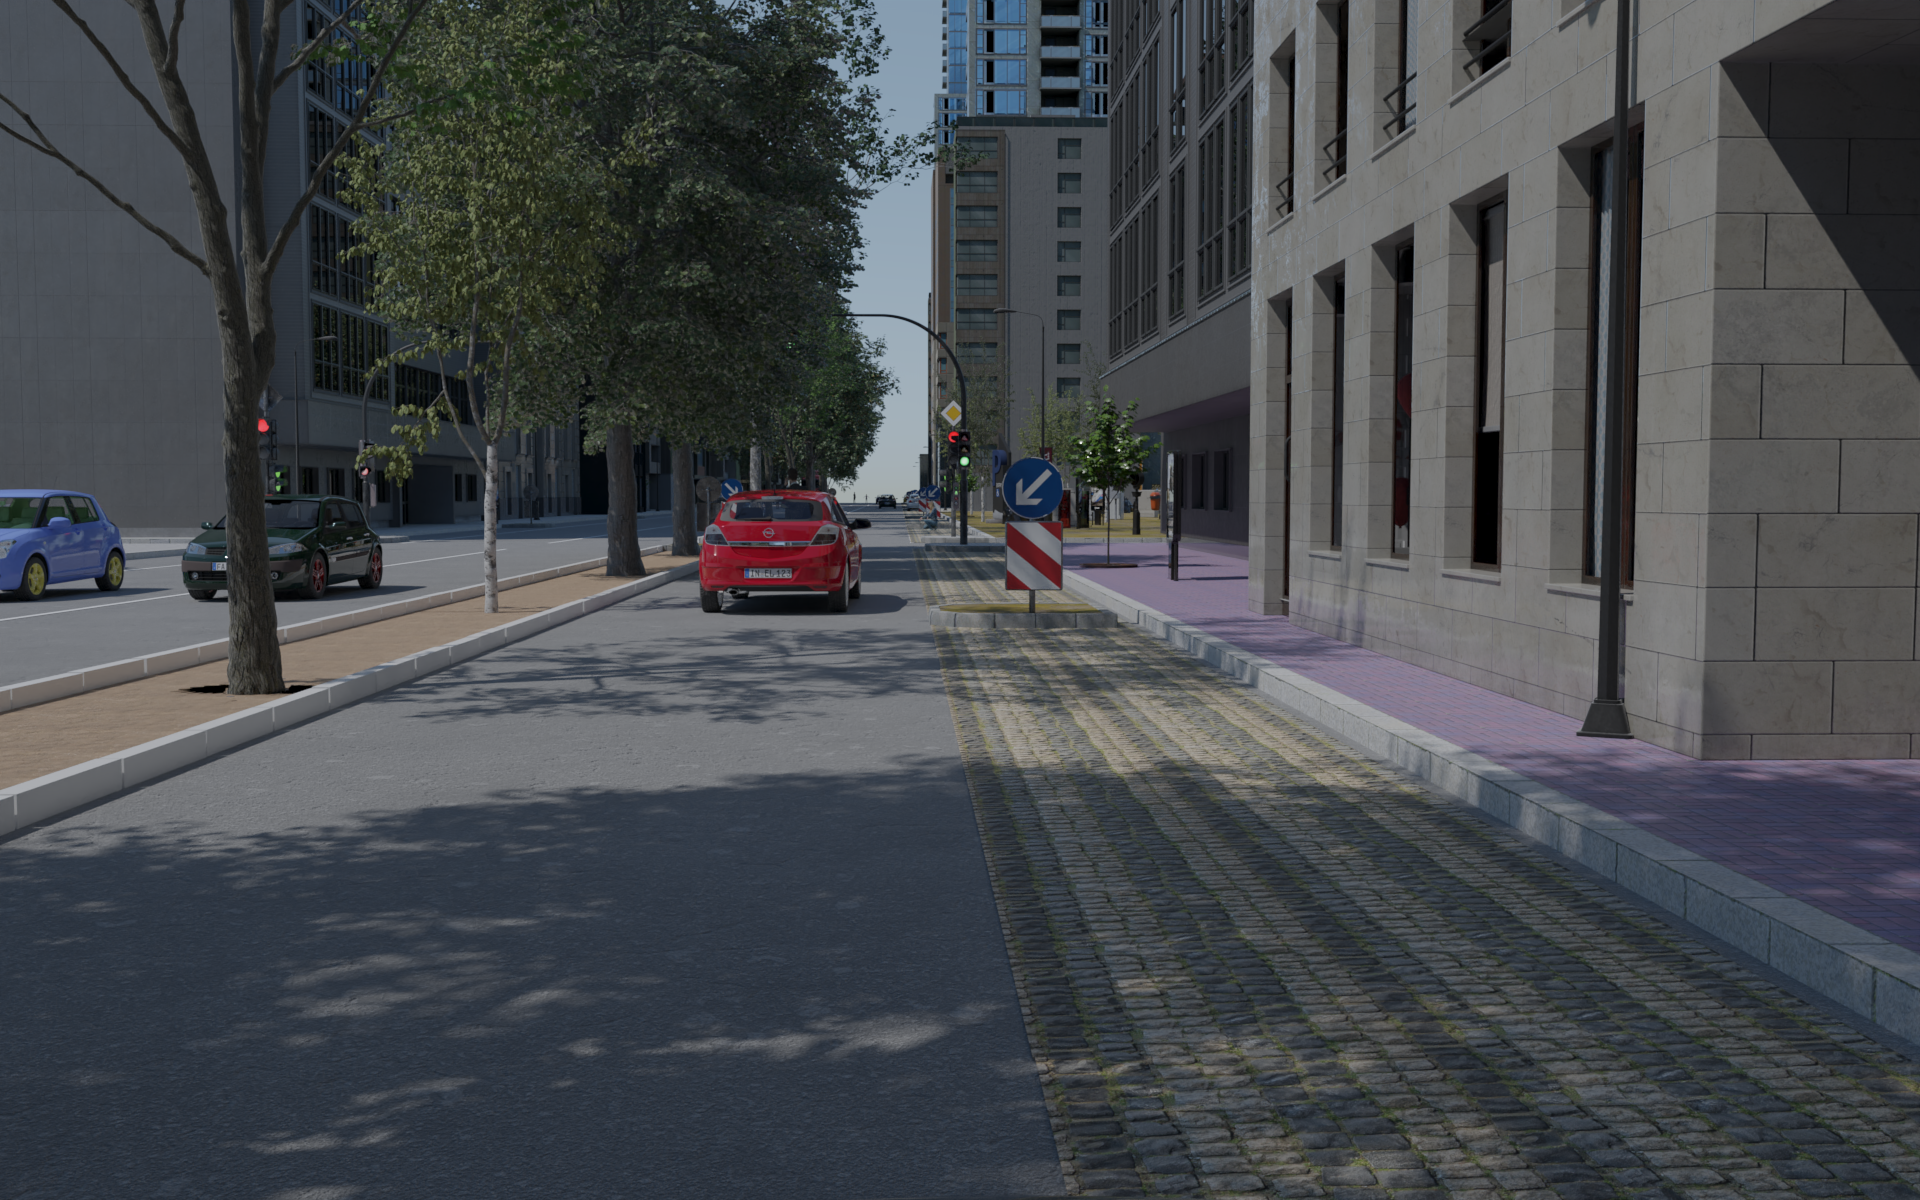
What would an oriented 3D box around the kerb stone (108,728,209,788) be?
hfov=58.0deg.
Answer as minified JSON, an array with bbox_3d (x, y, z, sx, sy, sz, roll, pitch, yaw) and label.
[{"bbox_3d":[-4.144,0.815,8.923,0.120,0.150,1.000,0,4,-2],"label":"kerb stone"}]

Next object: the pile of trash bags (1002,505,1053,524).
[{"bbox_3d":[3.536,-3.901,73.539,3.447,1.369,1.912,0,4,-6],"label":"pile of trash bags"}]

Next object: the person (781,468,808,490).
[{"bbox_3d":[-2.998,-1.434,31.308,0.474,1.900,0.648,2,4,28],"label":"person"}]

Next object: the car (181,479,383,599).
[{"bbox_3d":[-9.627,-0.919,24.806,2.009,1.686,4.222,0,4,-2],"label":"car"}]

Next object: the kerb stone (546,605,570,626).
[{"bbox_3d":[-4.506,0.186,19.168,0.120,0.150,1.000,0,4,-2],"label":"kerb stone"}]

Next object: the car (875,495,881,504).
[{"bbox_3d":[-11.325,-14.523,250.024,1.945,1.354,3.894,0,4,-3],"label":"car"}]

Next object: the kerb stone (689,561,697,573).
[{"bbox_3d":[-4.943,-0.569,31.492,0.120,0.150,1.000,0,4,-2],"label":"kerb stone"}]

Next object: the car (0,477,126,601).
[{"bbox_3d":[-13.263,-0.899,24.289,1.945,1.707,3.694,0,4,-2],"label":"car"}]

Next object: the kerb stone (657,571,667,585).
[{"bbox_3d":[-4.802,-0.316,27.372,0.120,0.150,1.000,0,4,-2],"label":"kerb stone"}]

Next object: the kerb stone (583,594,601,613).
[{"bbox_3d":[-4.576,0.060,21.227,0.120,0.150,1.000,0,4,-2],"label":"kerb stone"}]

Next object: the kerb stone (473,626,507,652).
[{"bbox_3d":[-4.404,0.375,16.095,0.120,0.150,1.000,0,4,-2],"label":"kerb stone"}]

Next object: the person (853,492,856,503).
[{"bbox_3d":[-16.451,-16.068,271.740,0.617,1.759,0.750,-3,5,-40],"label":"person"}]

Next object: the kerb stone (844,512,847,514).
[{"bbox_3d":[-8.259,-6.303,125.262,0.120,0.150,1.000,0,4,-2],"label":"kerb stone"}]

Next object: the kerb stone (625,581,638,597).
[{"bbox_3d":[-4.692,-0.127,24.297,0.120,0.150,1.000,0,4,-2],"label":"kerb stone"}]

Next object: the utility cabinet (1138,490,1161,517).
[{"bbox_3d":[10.242,-5.237,94.311,0.318,1.500,1.173,-3,5,-41],"label":"utility cabinet"}]

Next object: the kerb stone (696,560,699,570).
[{"bbox_3d":[-4.993,-0.627,32.513,0.120,0.150,1.000,0,4,-2],"label":"kerb stone"}]

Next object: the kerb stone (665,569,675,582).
[{"bbox_3d":[-4.841,-0.380,28.408,0.120,0.150,1.000,0,4,-2],"label":"kerb stone"}]

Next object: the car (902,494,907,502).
[{"bbox_3d":[-7.918,-15.704,266.982,2.015,1.641,3.980,0,4,-3],"label":"car"}]

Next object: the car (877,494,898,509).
[{"bbox_3d":[-7.095,-9.768,169.500,2.009,1.686,4.222,0,4,-2],"label":"car"}]

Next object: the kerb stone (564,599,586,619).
[{"bbox_3d":[-4.546,0.123,20.189,0.120,0.150,1.000,0,4,-2],"label":"kerb stone"}]

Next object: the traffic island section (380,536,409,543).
[{"bbox_3d":[-17.602,-1.780,51.376,2.009,0.180,2.903,0,4,-2],"label":"traffic island section"}]

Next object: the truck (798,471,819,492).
[{"bbox_3d":[-14.786,-11.400,175.308,2.839,4.237,11.283,0,4,-3],"label":"truck"}]

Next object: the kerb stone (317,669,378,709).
[{"bbox_3d":[-4.261,0.624,12.001,0.120,0.150,1.000,0,4,-2],"label":"kerb stone"}]

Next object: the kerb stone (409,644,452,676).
[{"bbox_3d":[-4.331,0.498,14.049,0.120,0.150,1.000,0,4,-2],"label":"kerb stone"}]

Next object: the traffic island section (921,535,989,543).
[{"bbox_3d":[-0.171,-1.817,51.985,2.009,0.180,2.903,0,4,-2],"label":"traffic island section"}]

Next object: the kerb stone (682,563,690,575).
[{"bbox_3d":[-4.908,-0.506,30.465,0.120,0.150,1.000,0,4,-2],"label":"kerb stone"}]

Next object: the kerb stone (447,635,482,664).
[{"bbox_3d":[-4.364,0.441,15.072,0.120,0.150,1.000,0,4,-2],"label":"kerb stone"}]

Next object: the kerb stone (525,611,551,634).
[{"bbox_3d":[-4.470,0.249,18.142,0.120,0.150,1.000,0,4,-2],"label":"kerb stone"}]

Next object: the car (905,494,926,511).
[{"bbox_3d":[-3.530,-8.040,143.451,2.014,1.417,4.499,0,4,-3],"label":"car"}]

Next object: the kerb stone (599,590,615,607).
[{"bbox_3d":[-4.615,0.002,22.253,0.120,0.150,1.000,0,4,-2],"label":"kerb stone"}]

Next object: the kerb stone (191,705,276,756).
[{"bbox_3d":[-4.187,0.753,9.944,0.120,0.150,1.000,0,4,-2],"label":"kerb stone"}]

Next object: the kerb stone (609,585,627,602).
[{"bbox_3d":[-4.655,-0.066,23.276,0.120,0.150,1.000,0,4,-2],"label":"kerb stone"}]

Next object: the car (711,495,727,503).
[{"bbox_3d":[-10.365,-4.011,77.577,2.014,1.417,4.499,0,4,-1],"label":"car"}]

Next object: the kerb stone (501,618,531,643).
[{"bbox_3d":[-4.429,0.310,17.120,0.120,0.150,1.000,0,4,-2],"label":"kerb stone"}]

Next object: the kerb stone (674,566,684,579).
[{"bbox_3d":[-4.862,-0.442,29.432,0.120,0.150,1.000,0,4,-2],"label":"kerb stone"}]

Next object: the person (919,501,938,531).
[{"bbox_3d":[-1.202,-3.276,67.564,0.738,1.151,1.012,0,4,-4],"label":"person"}]

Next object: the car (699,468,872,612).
[{"bbox_3d":[-2.247,-0.820,22.448,2.155,1.783,4.494,0,3,0],"label":"car"}]

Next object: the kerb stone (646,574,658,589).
[{"bbox_3d":[-4.761,-0.254,26.351,0.120,0.150,1.000,0,4,-2],"label":"kerb stone"}]

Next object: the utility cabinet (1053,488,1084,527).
[{"bbox_3d":[4.113,-3.494,65.799,1.173,1.500,0.318,0,4,2],"label":"utility cabinet"}]

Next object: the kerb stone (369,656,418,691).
[{"bbox_3d":[-4.298,0.561,13.023,0.120,0.150,1.000,0,4,-2],"label":"kerb stone"}]

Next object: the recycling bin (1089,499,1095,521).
[{"bbox_3d":[6.146,-4.320,83.188,0.722,1.027,0.722,1,4,13],"label":"recycling bin"}]

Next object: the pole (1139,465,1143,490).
[{"bbox_3d":[10.624,-6.599,101.739,0.158,3.312,0.155,0,3,0],"label":"pole"}]

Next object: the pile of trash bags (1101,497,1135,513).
[{"bbox_3d":[9.638,-6.513,116.236,3.447,1.369,1.912,-1,4,-10],"label":"pile of trash bags"}]

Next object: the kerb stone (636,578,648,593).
[{"bbox_3d":[-4.726,-0.192,25.327,0.120,0.150,1.000,0,4,-2],"label":"kerb stone"}]

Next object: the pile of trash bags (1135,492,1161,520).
[{"bbox_3d":[10.934,-4.810,88.389,3.447,1.369,1.912,-3,5,-42],"label":"pile of trash bags"}]

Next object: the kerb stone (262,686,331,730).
[{"bbox_3d":[-4.224,0.691,10.971,0.120,0.150,1.000,0,4,-2],"label":"kerb stone"}]

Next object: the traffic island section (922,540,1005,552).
[{"bbox_3d":[0.111,-1.329,44.005,2.009,0.180,2.903,0,4,-2],"label":"traffic island section"}]
